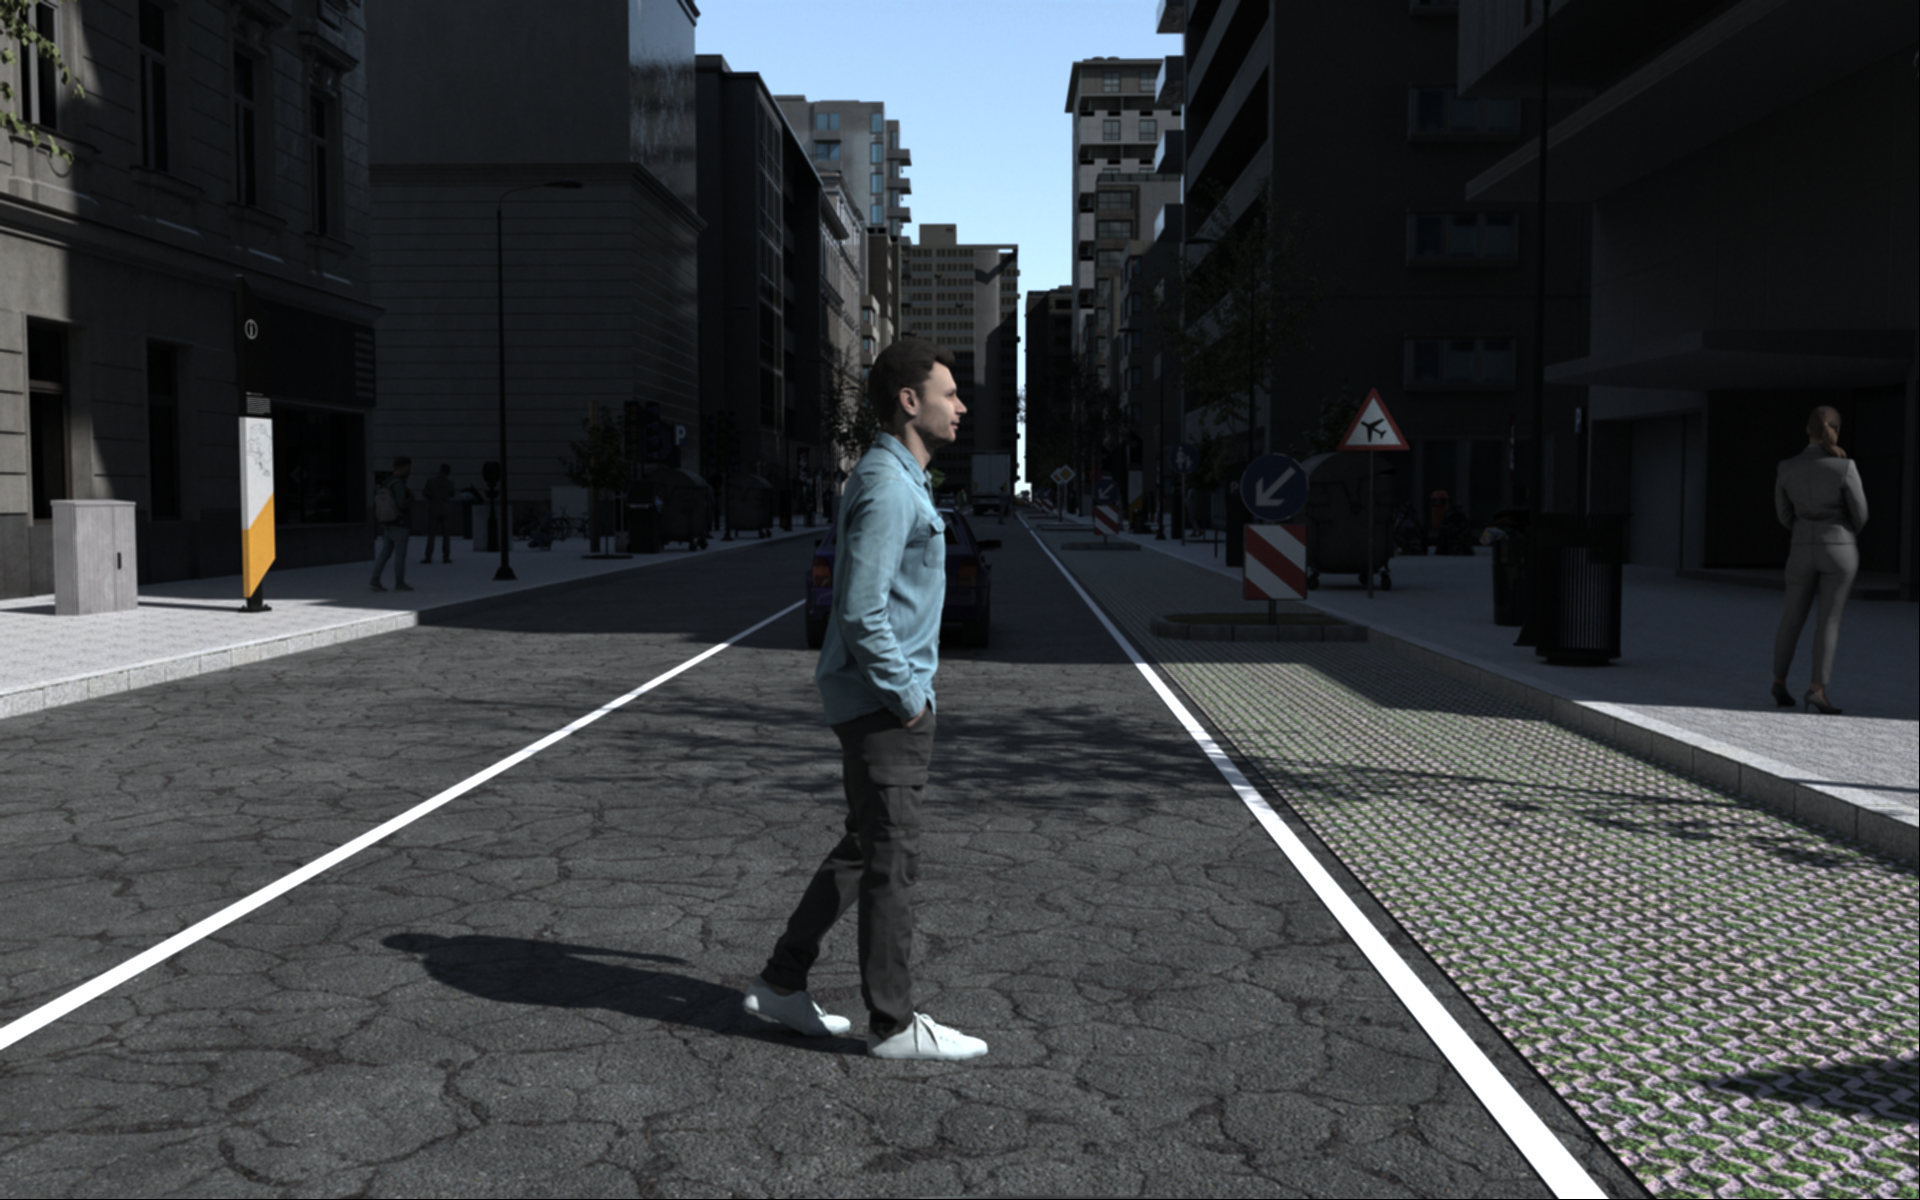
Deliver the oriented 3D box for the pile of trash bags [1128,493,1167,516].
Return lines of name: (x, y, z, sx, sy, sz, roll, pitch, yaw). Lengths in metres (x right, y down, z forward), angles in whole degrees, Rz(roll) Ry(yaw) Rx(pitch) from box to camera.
pile of trash bags: (10.722, -5.737, 103.555, 3.447, 1.369, 1.912, -1, 4, -12)

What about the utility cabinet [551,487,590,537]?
utility cabinet: (-11.501, -2.612, 51.377, 1.173, 1.500, 0.318, 1, 4, 14)

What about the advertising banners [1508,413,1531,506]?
advertising banners: (11.896, -2.481, 36.759, 0.090, 3.025, 2.074, 0, 4, 4)

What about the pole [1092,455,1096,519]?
pole: (6.983, -5.890, 90.152, 0.158, 3.312, 0.155, 0, 3, 0)

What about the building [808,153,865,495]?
building: (-14.893, -21.470, 136.932, 13.634, 28.700, 20.117, 0, 4, 1)

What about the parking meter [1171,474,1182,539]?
parking meter: (6.185, -2.667, 49.317, 0.255, 1.863, 0.399, -1, 4, -11)

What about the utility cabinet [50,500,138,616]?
utility cabinet: (-9.344, -0.463, 18.740, 0.306, 1.237, 1.020, 1, 4, 9)

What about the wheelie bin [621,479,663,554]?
wheelie bin: (-6.842, -1.805, 37.428, 0.980, 1.594, 0.693, 1, 4, 10)

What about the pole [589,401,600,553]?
pole: (-8.025, -2.701, 38.007, 0.158, 3.312, 0.155, 0, 3, 0)

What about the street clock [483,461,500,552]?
street clock: (-10.322, -2.058, 38.224, 0.358, 2.002, 0.471, 1, 4, 8)

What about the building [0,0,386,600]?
building: (-19.622, -14.509, 13.643, 17.030, 29.872, 44.131, 0, 4, 1)

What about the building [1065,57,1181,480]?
building: (27.342, -37.819, 207.579, 28.713, 52.752, 27.495, 0, 4, 1)

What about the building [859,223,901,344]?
building: (-13.697, -25.337, 185.968, 14.160, 30.474, 14.107, 0, 4, 1)

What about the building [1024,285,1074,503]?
building: (16.113, -28.810, 242.740, 14.107, 30.474, 14.160, 0, 4, 1)

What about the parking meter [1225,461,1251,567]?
parking meter: (4.901, -1.520, 30.561, 0.399, 1.863, 0.255, 3, 5, 44)

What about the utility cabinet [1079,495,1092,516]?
utility cabinet: (7.438, -5.470, 100.599, 1.020, 1.237, 0.306, -1, 4, -15)

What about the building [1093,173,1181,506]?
building: (19.166, -23.655, 158.466, 14.160, 30.474, 14.107, 0, 4, 1)

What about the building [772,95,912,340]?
building: (-21.301, -36.178, 211.111, 30.456, 49.044, 23.786, 0, 4, 1)

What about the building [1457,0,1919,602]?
building: (22.353, -26.221, 17.959, 28.713, 52.752, 27.495, 0, 4, 1)

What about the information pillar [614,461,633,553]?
information pillar: (-7.396, -2.054, 38.083, 0.304, 2.012, 0.304, -3, 5, -44)

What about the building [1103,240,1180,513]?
building: (25.648, -17.571, 132.328, 27.650, 21.520, 28.899, 0, 4, 1)

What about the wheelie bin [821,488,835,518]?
wheelie bin: (-7.101, -5.248, 93.718, 0.693, 1.594, 0.980, -1, 4, -19)

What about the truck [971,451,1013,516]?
truck: (2.161, -7.877, 117.695, 2.839, 4.237, 11.283, 0, 4, 2)

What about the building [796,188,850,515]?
building: (-13.776, -17.626, 117.069, 11.050, 23.489, 19.941, 0, 4, 1)

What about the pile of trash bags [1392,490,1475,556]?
pile of trash bags: (10.230, -1.695, 37.461, 1.912, 1.369, 3.447, 1, 4, 20)

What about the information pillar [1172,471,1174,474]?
information pillar: (13.647, -7.268, 110.183, 0.183, 3.616, 0.504, -2, 4, -33)

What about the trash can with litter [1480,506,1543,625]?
trash can with litter: (5.491, -0.354, 17.170, 0.624, 1.170, 1.055, 1, 4, 19)

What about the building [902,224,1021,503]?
building: (-3.251, -34.251, 251.890, 23.993, 40.220, 32.217, 0, 4, 1)

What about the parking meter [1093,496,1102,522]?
parking meter: (6.260, -4.319, 79.024, 0.372, 1.533, 0.369, 0, 3, 0)

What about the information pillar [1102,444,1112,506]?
information pillar: (6.880, -5.498, 81.254, 0.504, 3.616, 0.183, 2, 4, 26)

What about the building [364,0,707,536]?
building: (-21.789, -15.928, 57.693, 25.104, 27.353, 12.463, 0, 4, 1)

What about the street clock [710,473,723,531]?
street clock: (-8.518, -3.429, 60.641, 0.471, 2.002, 0.358, -1, 4, -8)

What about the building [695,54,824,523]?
building: (-15.841, -16.701, 92.121, 14.314, 24.678, 30.058, 0, 4, 1)

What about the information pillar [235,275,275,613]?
information pillar: (-7.671, -1.682, 18.856, 0.183, 3.616, 0.504, 1, 4, 12)

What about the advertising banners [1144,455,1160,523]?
advertising banners: (8.558, -4.944, 77.019, 0.090, 3.025, 2.074, 2, 4, 26)

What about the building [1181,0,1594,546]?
building: (18.502, -26.161, 51.427, 21.300, 48.544, 21.600, 0, 4, 1)

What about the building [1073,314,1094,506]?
building: (26.199, -20.512, 180.407, 27.650, 21.520, 28.899, 0, 4, 1)

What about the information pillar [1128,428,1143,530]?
information pillar: (6.247, -4.301, 61.682, 0.504, 3.616, 0.183, 0, 4, -8)

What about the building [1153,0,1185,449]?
building: (25.098, -28.562, 86.597, 30.456, 49.044, 23.786, 0, 4, 1)

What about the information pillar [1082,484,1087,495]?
information pillar: (8.998, -7.417, 125.766, 0.304, 2.012, 0.304, -1, 4, -20)

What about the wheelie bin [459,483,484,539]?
wheelie bin: (-13.891, -2.531, 49.287, 0.693, 1.594, 0.980, -1, 4, -16)

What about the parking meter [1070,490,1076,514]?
parking meter: (7.211, -6.231, 110.291, 0.372, 1.533, 0.369, 0, 3, 0)

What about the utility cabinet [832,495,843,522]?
utility cabinet: (-5.481, -4.205, 79.918, 0.306, 1.237, 1.020, 2, 4, 35)

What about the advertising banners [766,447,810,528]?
advertising banners: (-6.528, -4.179, 64.512, 2.074, 3.025, 0.090, 1, 4, 19)

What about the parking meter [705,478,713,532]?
parking meter: (-8.640, -3.270, 59.168, 0.399, 1.863, 0.255, -1, 4, -13)

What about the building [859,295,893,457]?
building: (-21.045, -19.566, 164.944, 27.650, 21.520, 28.899, 0, 4, 1)
